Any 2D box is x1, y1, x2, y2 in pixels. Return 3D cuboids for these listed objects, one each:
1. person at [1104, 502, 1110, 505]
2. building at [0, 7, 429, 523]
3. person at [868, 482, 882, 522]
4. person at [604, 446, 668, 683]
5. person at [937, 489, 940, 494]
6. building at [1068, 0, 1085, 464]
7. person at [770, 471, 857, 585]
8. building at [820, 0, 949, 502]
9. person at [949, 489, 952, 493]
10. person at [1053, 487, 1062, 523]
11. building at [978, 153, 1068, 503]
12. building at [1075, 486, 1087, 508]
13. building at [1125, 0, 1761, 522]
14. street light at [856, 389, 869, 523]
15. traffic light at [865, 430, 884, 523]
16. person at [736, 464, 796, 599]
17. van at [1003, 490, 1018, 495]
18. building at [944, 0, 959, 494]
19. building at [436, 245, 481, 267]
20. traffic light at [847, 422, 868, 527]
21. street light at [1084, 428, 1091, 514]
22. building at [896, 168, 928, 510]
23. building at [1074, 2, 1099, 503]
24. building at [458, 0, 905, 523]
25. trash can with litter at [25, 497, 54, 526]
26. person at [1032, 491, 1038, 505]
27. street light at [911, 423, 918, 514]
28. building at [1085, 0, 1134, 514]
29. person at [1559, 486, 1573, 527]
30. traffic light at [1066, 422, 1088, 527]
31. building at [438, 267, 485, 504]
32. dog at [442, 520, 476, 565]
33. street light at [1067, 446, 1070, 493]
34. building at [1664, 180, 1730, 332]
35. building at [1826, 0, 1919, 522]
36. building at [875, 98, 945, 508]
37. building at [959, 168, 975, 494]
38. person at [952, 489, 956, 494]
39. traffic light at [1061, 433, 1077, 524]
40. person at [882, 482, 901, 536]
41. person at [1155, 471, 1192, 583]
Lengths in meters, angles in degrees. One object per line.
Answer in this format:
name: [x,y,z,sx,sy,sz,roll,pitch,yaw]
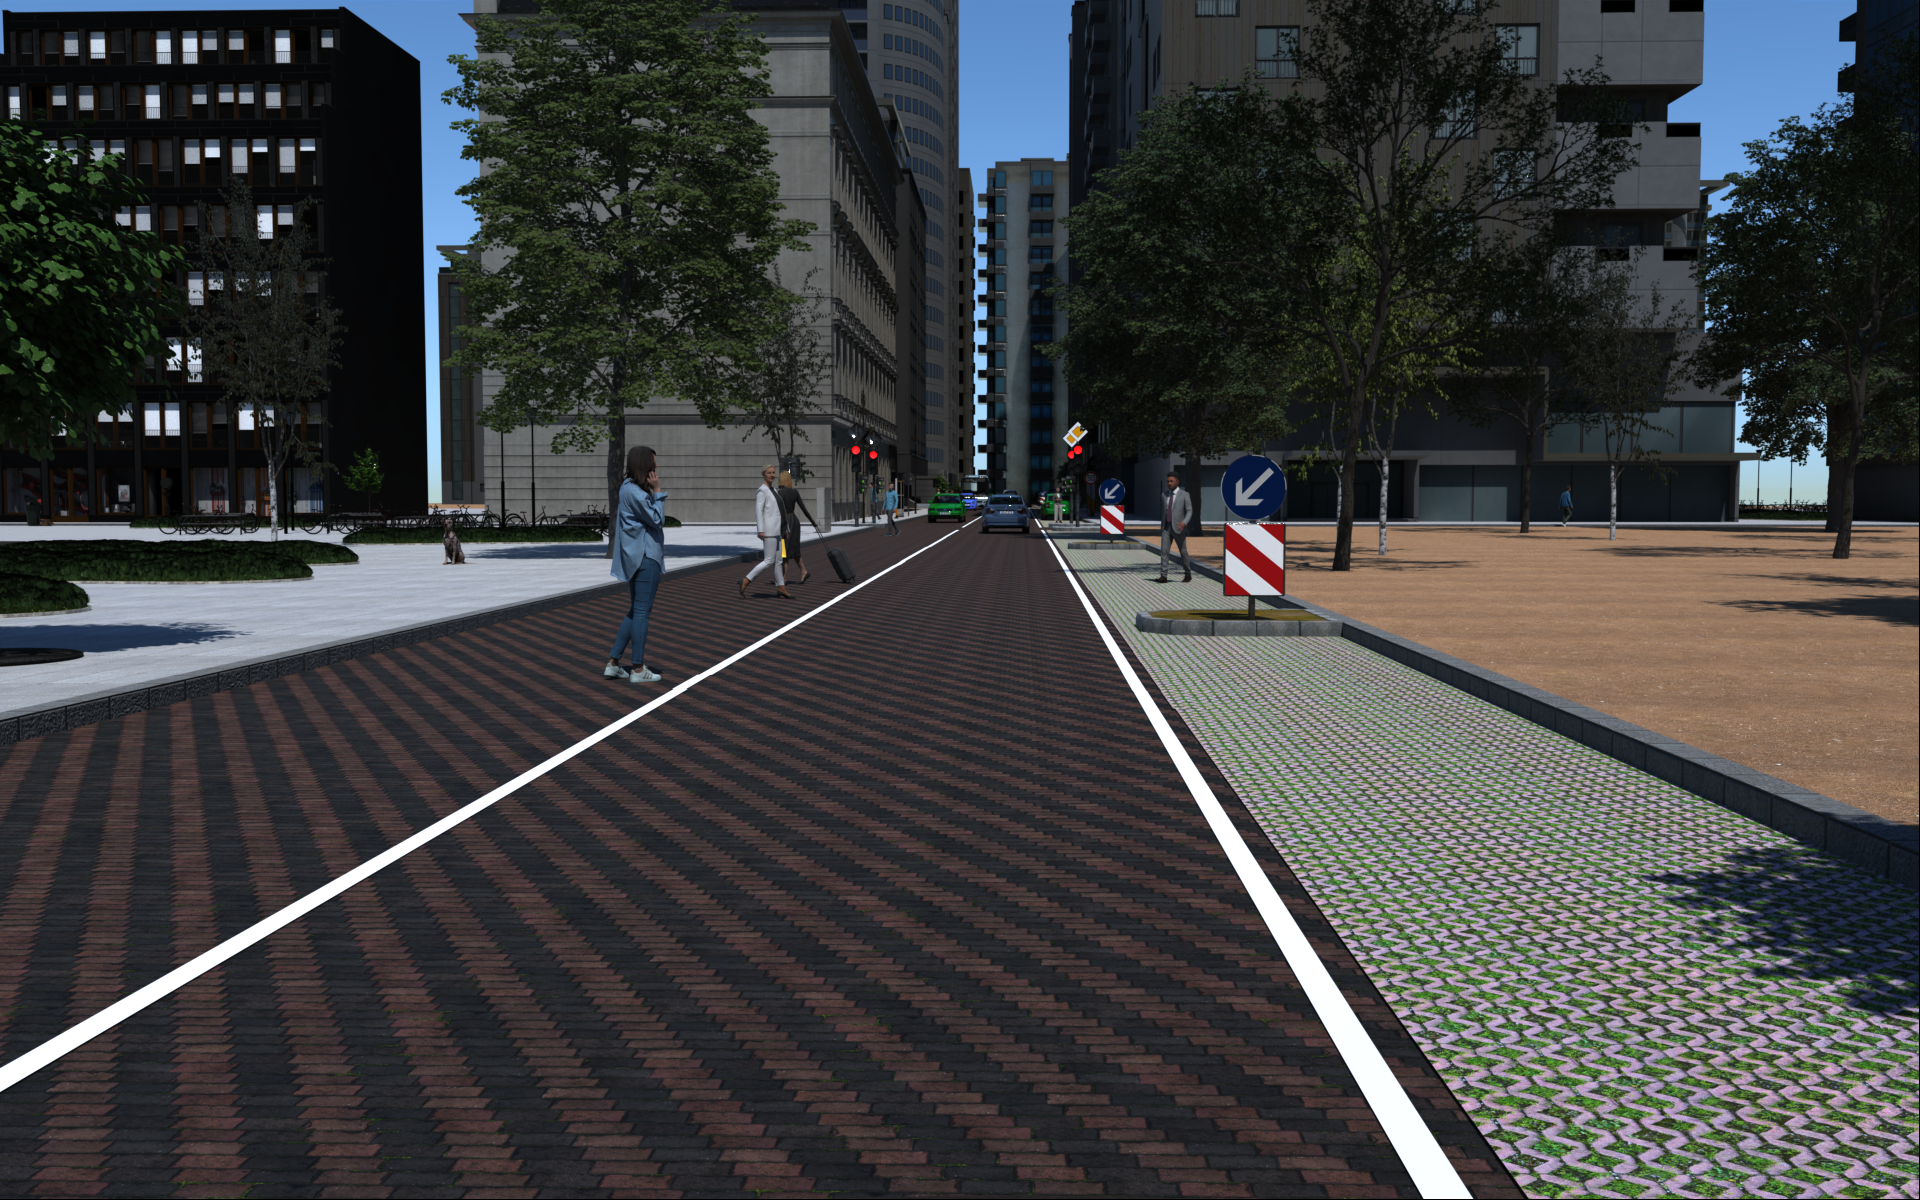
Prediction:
person: [7.004,-4.664,82.099,0.655,1.846,0.447,2,4,33]
building: [-35.731,-15.520,83.434,15.834,23.373,12.332,0,4,2]
person: [-3.930,-4.520,79.970,0.620,1.820,0.660,-1,4,-11]
person: [-2.475,-0.272,13.207,0.793,1.790,0.793,2,4,35]
person: [-1.660,-8.459,145.016,0.598,1.740,0.731,0,4,-1]
building: [23.670,-40.848,209.861,21.231,58.520,28.212,0,4,2]
person: [-2.367,-1.148,27.490,1.509,1.804,0.699,-1,4,-22]
building: [-12.350,-39.628,189.908,21.231,58.520,28.212,0,4,2]
person: [-0.940,-10.870,183.729,0.705,1.831,1.348,1,4,18]
person: [4.790,-4.618,84.559,0.519,1.759,0.362,-1,4,-23]
building: [17.859,-38.303,245.865,30.456,49.044,23.786,0,4,2]
building: [27.275,-28.846,163.509,32.217,40.220,23.993,0,4,2]
building: [22.349,-30.587,89.338,27.495,52.752,28.713,0,4,2]
street light: [-4.233,-6.309,75.940,0.468,5.910,1.993,0,4,2]
traffic light: [-3.732,-5.292,75.451,0.839,4.253,0.868,0,4,2]
person: [-2.652,-0.931,23.608,0.818,1.842,0.514,0,4,-7]
van: [4.944,-9.989,170.335,2.013,2.044,4.112,0,4,2]
building: [-10.728,-47.491,214.729,20.611,71.187,20.563,0,4,2]
building: [-60.473,-34.286,252.461,23.993,40.220,32.217,0,4,2]
traffic light: [-4.010,-4.804,67.470,0.839,4.253,0.868,0,4,2]
street light: [8.215,-8.490,111.601,0.468,5.910,1.993,0,4,2]
building: [-10.178,-20.747,132.718,14.314,27.812,24.014,0,4,2]
building: [21.650,-45.675,185.034,20.563,71.187,20.611,0,4,2]
building: [-12.888,-19.708,98.633,17.030,29.872,44.131,0,4,2]
trash can with litter: [-36.910,-3.553,69.478,1.055,1.170,0.624,0,4,1]
person: [9.216,-12.173,207.542,1.348,1.822,0.705,0,4,7]
street light: [-2.910,-8.592,113.260,0.468,5.910,1.993,0,4,2]
building: [20.267,-30.805,123.264,23.786,49.044,30.456,0,4,2]
person: [25.350,-3.893,72.486,0.444,1.785,0.601,-1,4,-10]
traffic light: [4.546,-4.787,67.189,0.839,4.253,0.868,0,4,2]
building: [-57.215,-27.457,220.617,14.107,30.474,14.160,0,4,2]
dog: [-9.169,-1.062,31.738,0.800,0.831,0.513,-3,5,-42]
street light: [9.421,-10.812,149.563,0.468,5.910,1.993,0,4,2]
building: [73.293,-31.495,206.822,23.993,40.220,32.217,0,4,2]
building: [50.869,-26.274,79.690,14.200,45.320,14.600,0,4,2]
building: [-17.720,-28.825,163.171,32.217,40.220,23.993,0,4,2]
building: [-8.823,-37.988,244.800,21.600,48.544,21.300,0,4,2]
person: [-0.822,-11.333,191.305,1.348,1.831,0.705,1,4,9]
traffic light: [4.825,-5.275,75.169,0.839,4.253,0.868,0,4,2]
person: [-2.294,-3.102,59.077,0.748,1.841,0.638,-2,4,-32]
person: [3.450,-1.160,27.744,0.678,1.792,0.850,3,4,38]
